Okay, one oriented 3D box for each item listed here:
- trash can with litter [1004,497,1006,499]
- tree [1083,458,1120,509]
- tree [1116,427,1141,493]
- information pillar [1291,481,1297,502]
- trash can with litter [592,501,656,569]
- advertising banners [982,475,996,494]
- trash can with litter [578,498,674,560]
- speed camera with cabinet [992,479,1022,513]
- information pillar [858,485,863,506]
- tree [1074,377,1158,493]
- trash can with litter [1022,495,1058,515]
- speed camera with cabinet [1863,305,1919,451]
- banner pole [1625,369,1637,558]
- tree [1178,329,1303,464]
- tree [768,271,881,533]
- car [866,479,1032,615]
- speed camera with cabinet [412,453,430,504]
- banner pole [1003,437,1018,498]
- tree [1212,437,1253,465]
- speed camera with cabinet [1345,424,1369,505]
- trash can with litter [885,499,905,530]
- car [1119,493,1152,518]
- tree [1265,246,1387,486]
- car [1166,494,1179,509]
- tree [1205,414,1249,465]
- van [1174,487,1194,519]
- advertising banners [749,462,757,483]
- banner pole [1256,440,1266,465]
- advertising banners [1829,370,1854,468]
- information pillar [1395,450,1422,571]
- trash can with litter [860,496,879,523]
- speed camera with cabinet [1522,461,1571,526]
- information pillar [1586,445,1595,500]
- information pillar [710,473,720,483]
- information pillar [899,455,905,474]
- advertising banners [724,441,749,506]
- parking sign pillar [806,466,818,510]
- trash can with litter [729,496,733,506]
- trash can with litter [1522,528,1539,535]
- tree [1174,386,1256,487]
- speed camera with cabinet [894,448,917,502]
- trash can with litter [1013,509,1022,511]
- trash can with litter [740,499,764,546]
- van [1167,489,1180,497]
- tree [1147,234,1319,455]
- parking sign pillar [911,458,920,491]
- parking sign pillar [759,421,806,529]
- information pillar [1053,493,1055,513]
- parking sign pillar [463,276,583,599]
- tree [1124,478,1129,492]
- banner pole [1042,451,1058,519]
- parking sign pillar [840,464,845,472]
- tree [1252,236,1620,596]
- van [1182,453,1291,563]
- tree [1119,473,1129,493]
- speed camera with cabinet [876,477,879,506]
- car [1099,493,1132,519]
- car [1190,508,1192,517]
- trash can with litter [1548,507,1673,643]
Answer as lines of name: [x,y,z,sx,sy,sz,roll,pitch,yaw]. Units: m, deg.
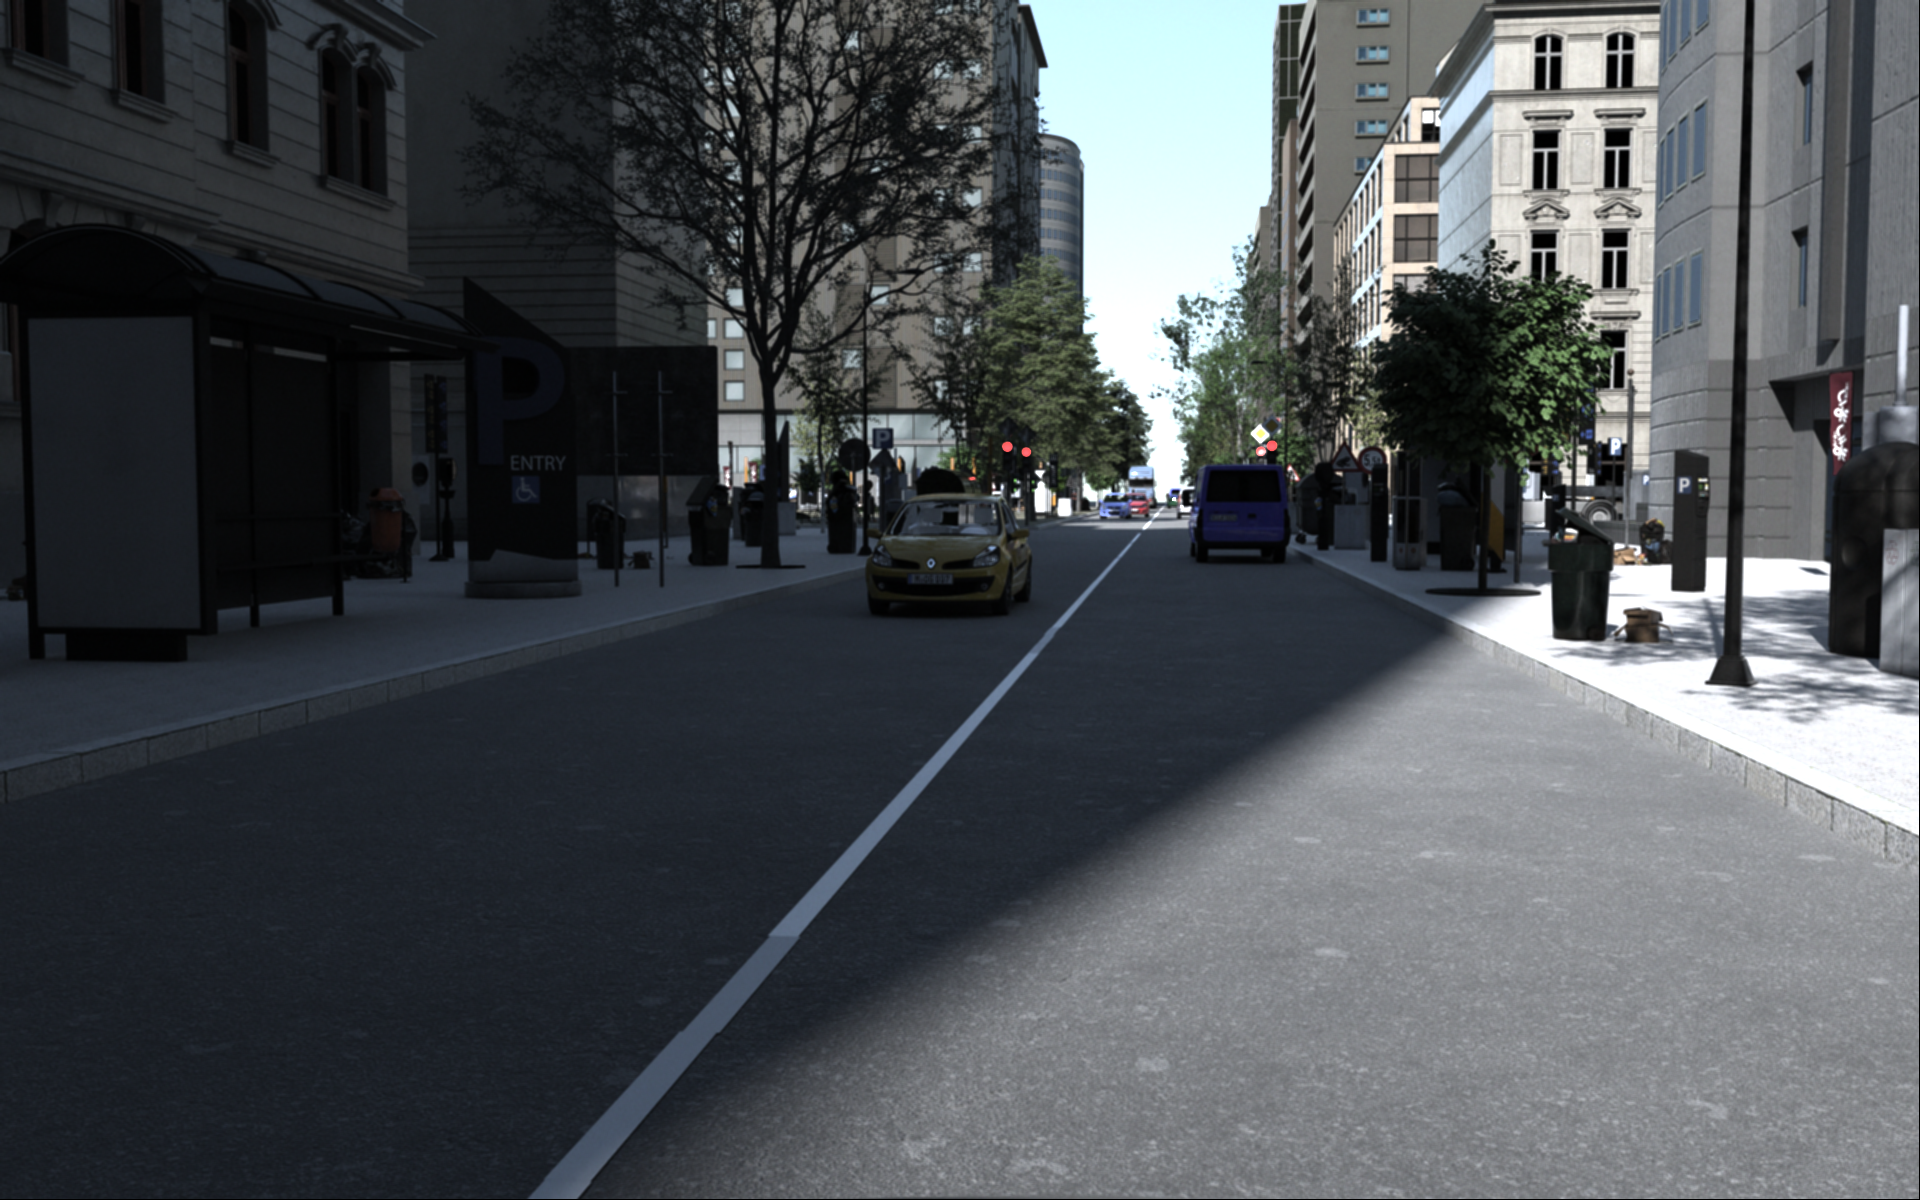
trash can with litter: [1.500,-3.699,71.869,1.055,1.170,0.624,1,4,11]
tree: [12.372,-10.311,152.294,4.285,4.588,4.351,0,3,0]
tree: [20.387,-17.593,222.062,7.601,10.594,8.767,0,4,-3]
information pillar: [15.632,-4.673,80.901,0.304,2.012,0.304,0,4,8]
trash can with litter: [-5.784,-1.128,29.824,1.055,1.170,0.624,-1,4,-14]
advertising banners: [2.114,-9.158,145.927,2.074,3.025,0.090,0,4,-2]
trash can with litter: [-6.788,-1.413,34.168,2.233,1.210,1.678,1,4,13]
speed camera with cabinet: [3.185,-7.588,118.393,2.038,3.252,0.660,1,4,18]
information pillar: [-8.033,-8.283,139.914,0.304,2.012,0.304,2,4,29]
tree: [16.588,-17.210,188.040,9.857,13.997,8.962,0,3,0]
trash can with litter: [5.300,-5.911,107.700,2.233,1.210,1.678,1,4,14]
speed camera with cabinet: [10.558,-1.447,18.002,2.038,3.252,0.660,2,4,35]
banner pole: [13.530,-2.750,34.973,0.401,3.779,0.863,2,4,28]
tree: [17.417,-11.128,107.706,9.928,11.665,9.643,0,3,0]
tree: [-4.242,-6.484,56.378,4.360,8.622,3.978,0,3,0]
car: [-0.082,-0.708,21.804,2.015,1.641,3.980,0,4,8]
speed camera with cabinet: [-12.607,-2.687,38.269,0.660,3.252,2.038,1,4,23]
banner pole: [2.163,-5.290,76.515,0.863,3.779,0.401,-2,4,-26]
tree: [14.425,-5.753,77.768,4.285,4.588,4.351,0,3,0]
speed camera with cabinet: [10.874,-3.310,48.448,0.660,3.252,2.038,2,4,30]
trash can with litter: [-1.465,-1.836,41.399,0.624,1.170,1.055,0,4,-8]
car: [10.724,-5.956,106.428,2.155,1.783,4.494,0,4,7]
tree: [11.099,-6.242,52.421,4.360,8.622,3.978,0,3,0]
car: [21.333,-9.683,170.113,2.131,1.459,4.920,1,4,9]
tree: [23.615,-12.491,154.597,4.737,8.622,4.395,0,3,0]
van: [13.375,-5.693,100.100,2.013,2.044,4.112,0,4,7]
advertising banners: [-10.509,-5.983,94.008,2.074,3.025,0.090,-2,4,-26]
banner pole: [12.668,-5.060,72.750,0.863,3.779,0.401,0,4,-7]
advertising banners: [12.674,-1.700,23.984,0.090,3.025,2.074,-1,4,-9]
information pillar: [7.548,-1.507,29.134,0.304,2.012,0.304,-1,4,-22]
trash can with litter: [-4.094,-4.505,84.717,1.678,1.210,2.233,2,4,28]
speed camera with cabinet: [23.919,-4.675,70.773,0.660,3.252,2.038,-3,5,-45]
information pillar: [26.544,-4.990,72.939,0.504,3.616,0.183,-3,4,-38]
information pillar: [-8.623,-3.447,60.843,0.304,2.012,0.304,1,4,13]
information pillar: [-3.498,-6.916,104.437,0.183,3.616,0.504,3,5,39]
advertising banners: [-7.496,-3.791,58.171,0.090,3.025,2.074,1,4,9]
parking sign pillar: [-11.581,-8.839,132.983,1.447,3.967,1.447,-3,4,-37]
trash can with litter: [-16.318,-7.122,127.496,2.233,1.210,1.678,-2,4,-30]
trash can with litter: [17.090,-2.677,54.831,1.678,1.210,2.233,-2,4,-27]
tree: [26.923,-16.010,178.765,9.611,12.733,9.660,0,3,0]
speed camera with cabinet: [-2.372,-4.842,73.501,0.660,3.252,2.038,-1,4,-18]
trash can with litter: [4.647,-7.232,129.301,2.233,1.210,1.678,2,4,30]
trash can with litter: [-5.119,-1.903,42.504,0.624,1.170,1.055,-1,4,-11]
van: [24.106,-11.479,192.060,2.240,2.365,5.245,0,4,5]
tree: [20.359,-16.702,128.974,12.611,20.169,13.585,0,3,0]
parking sign pillar: [-3.300,-8.589,128.898,1.447,3.967,1.447,-1,4,-12]
parking sign pillar: [-6.567,-4.570,63.189,1.447,3.967,1.447,0,4,7]
information pillar: [6.243,-7.696,117.185,0.504,3.616,0.183,0,4,-4]
parking sign pillar: [-5.500,-2.034,21.720,1.447,3.967,1.447,-2,4,-25]
tree: [24.616,-18.807,257.857,4.360,8.622,3.978,0,3,0]
banner pole: [4.696,-6.107,89.868,0.863,3.779,0.401,0,4,-6]
parking sign pillar: [-9.084,-8.852,133.196,1.447,3.967,1.447,0,4,-4]
tree: [6.718,-2.353,22.183,4.285,4.588,4.351,0,3,0]
van: [6.043,-2.050,37.904,2.240,2.365,5.245,0,4,6]
tree: [29.757,-21.243,297.686,4.737,8.622,4.395,0,3,0]
speed camera with cabinet: [-6.177,-8.884,139.585,0.660,3.252,2.038,-1,4,-19]
car: [9.046,-5.557,100.455,1.945,1.707,3.694,1,4,9]
car: [11.960,-4.320,83.214,1.945,1.354,3.894,1,4,9]
trash can with litter: [5.719,-0.236,15.238,1.055,1.170,0.624,2,4,23]
